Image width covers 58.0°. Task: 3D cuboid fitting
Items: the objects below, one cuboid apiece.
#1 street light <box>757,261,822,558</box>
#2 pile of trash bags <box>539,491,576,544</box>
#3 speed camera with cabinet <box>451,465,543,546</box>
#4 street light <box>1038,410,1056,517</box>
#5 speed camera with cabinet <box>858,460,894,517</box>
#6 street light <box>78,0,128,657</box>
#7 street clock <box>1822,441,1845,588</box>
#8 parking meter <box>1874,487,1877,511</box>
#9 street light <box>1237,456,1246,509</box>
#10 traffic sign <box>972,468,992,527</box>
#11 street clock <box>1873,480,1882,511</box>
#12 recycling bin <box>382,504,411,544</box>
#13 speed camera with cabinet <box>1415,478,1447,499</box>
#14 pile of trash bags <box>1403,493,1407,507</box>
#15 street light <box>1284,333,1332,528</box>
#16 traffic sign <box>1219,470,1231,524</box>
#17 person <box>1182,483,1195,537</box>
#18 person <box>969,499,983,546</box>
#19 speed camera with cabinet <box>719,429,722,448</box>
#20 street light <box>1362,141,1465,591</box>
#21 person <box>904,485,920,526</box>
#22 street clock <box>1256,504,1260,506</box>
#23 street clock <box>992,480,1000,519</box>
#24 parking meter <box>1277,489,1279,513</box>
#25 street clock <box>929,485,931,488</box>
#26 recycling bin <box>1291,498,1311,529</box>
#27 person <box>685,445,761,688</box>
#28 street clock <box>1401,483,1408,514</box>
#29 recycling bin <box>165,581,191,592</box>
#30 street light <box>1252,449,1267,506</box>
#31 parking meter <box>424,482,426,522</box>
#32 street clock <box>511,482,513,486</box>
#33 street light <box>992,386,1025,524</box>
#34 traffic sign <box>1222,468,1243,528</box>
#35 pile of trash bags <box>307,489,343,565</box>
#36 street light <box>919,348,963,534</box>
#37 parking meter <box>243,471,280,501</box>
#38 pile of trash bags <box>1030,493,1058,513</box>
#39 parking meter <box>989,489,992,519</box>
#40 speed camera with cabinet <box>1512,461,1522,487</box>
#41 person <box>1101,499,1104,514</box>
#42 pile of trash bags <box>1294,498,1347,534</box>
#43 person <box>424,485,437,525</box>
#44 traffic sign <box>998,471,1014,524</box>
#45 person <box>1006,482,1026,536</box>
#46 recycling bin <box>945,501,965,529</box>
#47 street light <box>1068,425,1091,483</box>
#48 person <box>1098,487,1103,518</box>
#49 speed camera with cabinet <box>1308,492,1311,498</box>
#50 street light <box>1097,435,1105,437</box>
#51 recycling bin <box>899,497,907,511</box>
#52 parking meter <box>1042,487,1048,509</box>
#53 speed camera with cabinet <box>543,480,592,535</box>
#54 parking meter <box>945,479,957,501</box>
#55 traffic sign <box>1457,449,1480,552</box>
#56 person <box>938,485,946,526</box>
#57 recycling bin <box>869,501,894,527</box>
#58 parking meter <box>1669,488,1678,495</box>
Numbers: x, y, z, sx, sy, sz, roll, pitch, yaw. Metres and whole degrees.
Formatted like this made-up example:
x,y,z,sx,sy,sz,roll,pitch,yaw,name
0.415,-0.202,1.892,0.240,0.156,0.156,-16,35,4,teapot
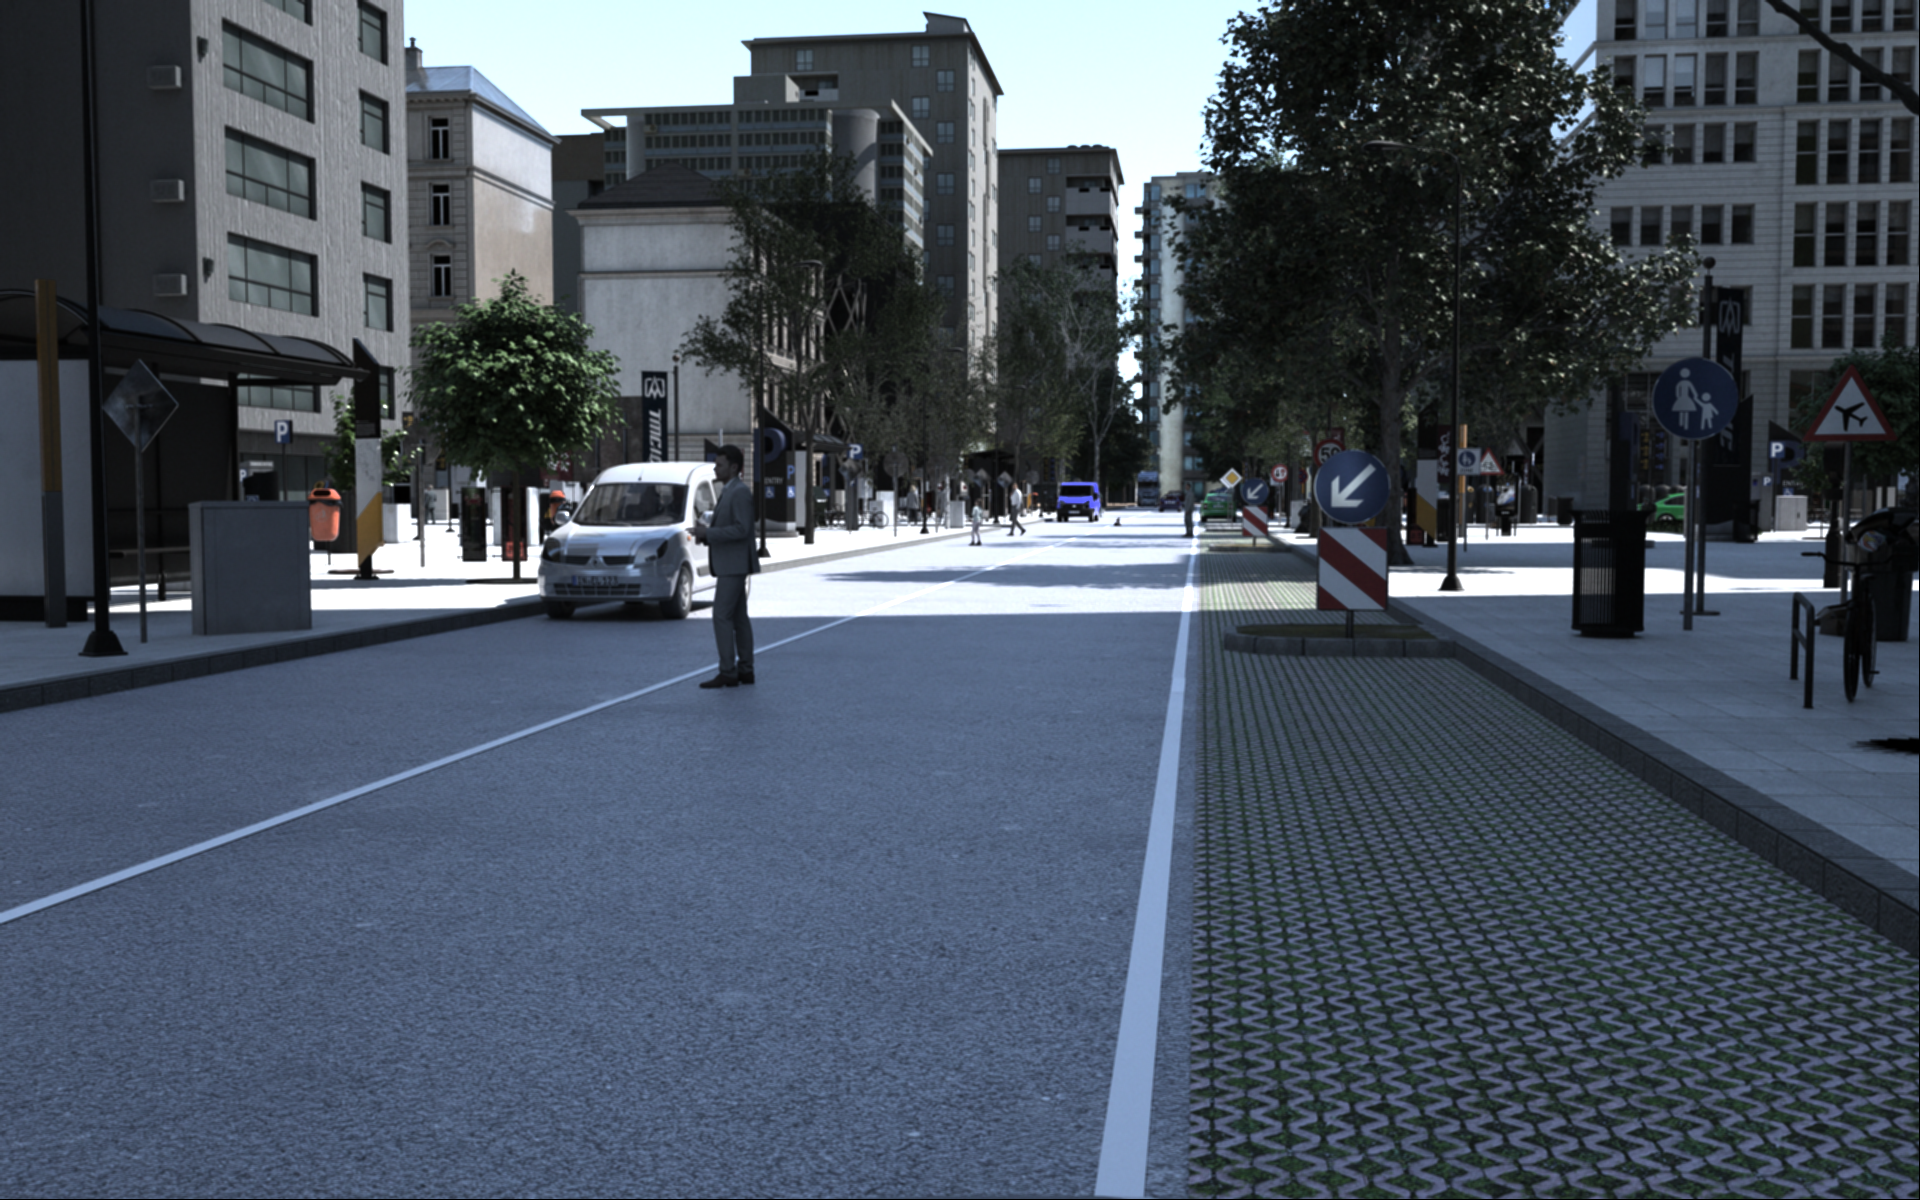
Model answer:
x,y,z,sx,sy,sz,roll,pitch,yaw,name
-3.439,-3.800,34.672,1.470,5.913,1.316,0,4,8,street light
-10.873,-2.210,45.878,1.912,1.369,3.447,0,4,-6,pile of trash bags
-11.486,-2.964,42.796,2.038,3.252,0.660,1,4,10,speed camera with cabinet
5.006,-7.503,95.211,1.470,5.913,1.316,0,4,8,street light
-4.618,-6.225,96.120,2.038,3.252,0.660,-1,4,-23,speed camera with cabinet
-6.292,-2.508,13.541,1.470,5.913,1.316,0,4,8,street light
11.933,-1.166,23.627,0.358,2.002,0.471,3,5,40,street clock
40.858,-4.362,77.030,0.399,1.863,0.255,2,4,28,parking meter
14.424,-6.862,84.733,1.470,5.913,1.316,0,4,8,street light
0.835,-3.865,66.831,0.795,2.450,0.064,0,4,8,traffic sign
32.760,-3.497,61.749,0.358,2.002,0.471,0,4,4,street clock
-14.722,-1.978,44.892,0.722,1.027,0.722,1,4,12,recycling bin
25.727,-6.101,94.090,0.660,3.252,2.038,-3,4,-38,speed camera with cabinet
29.774,-6.142,110.166,3.447,1.369,1.912,-1,4,-14,pile of trash bags
8.770,-4.352,43.691,1.470,5.913,1.316,0,4,8,street light
11.384,-4.267,73.414,0.795,2.450,0.064,0,4,8,traffic sign
7.656,-3.014,57.874,0.391,1.810,0.635,0,4,-5,person
0.434,-2.158,48.055,0.394,1.301,0.425,2,4,28,person
-7.872,-3.589,53.011,0.660,3.252,2.038,-3,5,-42,speed camera with cabinet
5.989,-3.079,22.889,1.470,5.913,1.316,0,4,8,street light
-2.045,-3.888,72.249,0.709,1.800,0.728,1,4,23,person
15.589,-5.257,90.527,0.358,2.002,0.471,-2,4,-34,street clock
1.858,-5.188,89.391,0.358,2.002,0.471,2,4,35,street clock
21.603,-6.806,116.984,0.255,1.863,0.399,-2,4,-29,parking meter
-2.591,-8.393,141.795,0.358,2.002,0.471,-2,4,-28,street clock
12.568,-3.099,63.225,0.722,1.027,0.722,-2,4,-33,recycling bin
-1.796,-0.262,12.981,0.583,1.804,0.606,-1,4,-21,person
28.870,-6.607,112.602,0.358,2.002,0.471,3,5,43,street clock
-10.142,-0.638,22.979,0.722,1.027,0.722,0,4,-2,recycling bin
11.756,-5.641,64.779,1.470,5.913,1.316,0,4,8,street light
-24.439,-4.467,78.746,0.255,1.863,0.399,0,4,-7,parking meter
-24.585,-5.573,95.696,0.471,2.002,0.358,3,4,36,street clock
2.110,-6.238,74.533,1.470,5.913,1.316,0,4,8,street light
10.287,-3.784,65.504,0.795,2.450,0.064,0,4,8,traffic sign
-12.745,-1.288,30.817,3.447,1.369,1.912,0,4,-6,pile of trash bags
-0.600,-5.064,55.345,1.470,5.913,1.316,0,4,8,street light
-7.670,-0.650,19.046,0.372,1.533,0.369,0,3,0,parking meter
7.097,-7.528,132.837,3.447,1.369,1.912,1,4,11,pile of trash bags
1.464,-4.996,90.100,0.372,1.533,0.369,0,3,0,parking meter
33.123,-6.679,103.543,0.660,3.252,2.038,2,4,27,speed camera with cabinet
10.134,-7.098,125.227,0.598,1.740,0.731,2,4,27,person
12.115,-2.795,55.446,1.912,1.369,3.447,-1,4,-13,pile of trash bags
-22.160,-3.887,72.226,0.590,1.801,0.661,2,4,29,person
1.933,-4.349,74.740,0.795,2.450,0.064,0,4,8,traffic sign
1.906,-3.105,59.363,0.850,1.850,0.679,-2,4,-29,person
-0.193,-3.188,64.675,0.722,1.027,0.722,0,4,2,recycling bin
7.804,-8.768,115.890,1.470,5.913,1.316,0,4,8,street light
8.157,-5.782,103.023,0.713,1.824,0.794,-2,4,-31,person
30.518,-9.305,146.470,2.038,3.252,0.660,-1,4,-15,speed camera with cabinet
10.802,-10.074,137.245,1.470,5.913,1.316,0,4,8,street light
-4.013,-7.070,128.141,0.722,1.027,0.722,-2,4,-33,recycling bin
6.726,-8.056,137.428,0.399,1.863,0.255,-1,4,-13,parking meter
-12.324,-3.685,54.579,2.038,3.252,0.660,1,4,12,speed camera with cabinet
-0.340,-3.715,66.453,0.399,1.863,0.255,3,5,40,parking meter
11.249,-2.225,38.503,0.606,2.300,0.079,1,4,10,traffic sign
-0.640,-3.720,69.448,0.709,1.813,0.853,1,4,12,person
-3.059,-3.350,67.328,0.722,1.027,0.722,3,4,36,recycling bin
29.293,-3.837,71.138,0.372,1.533,0.369,0,3,0,parking meter
